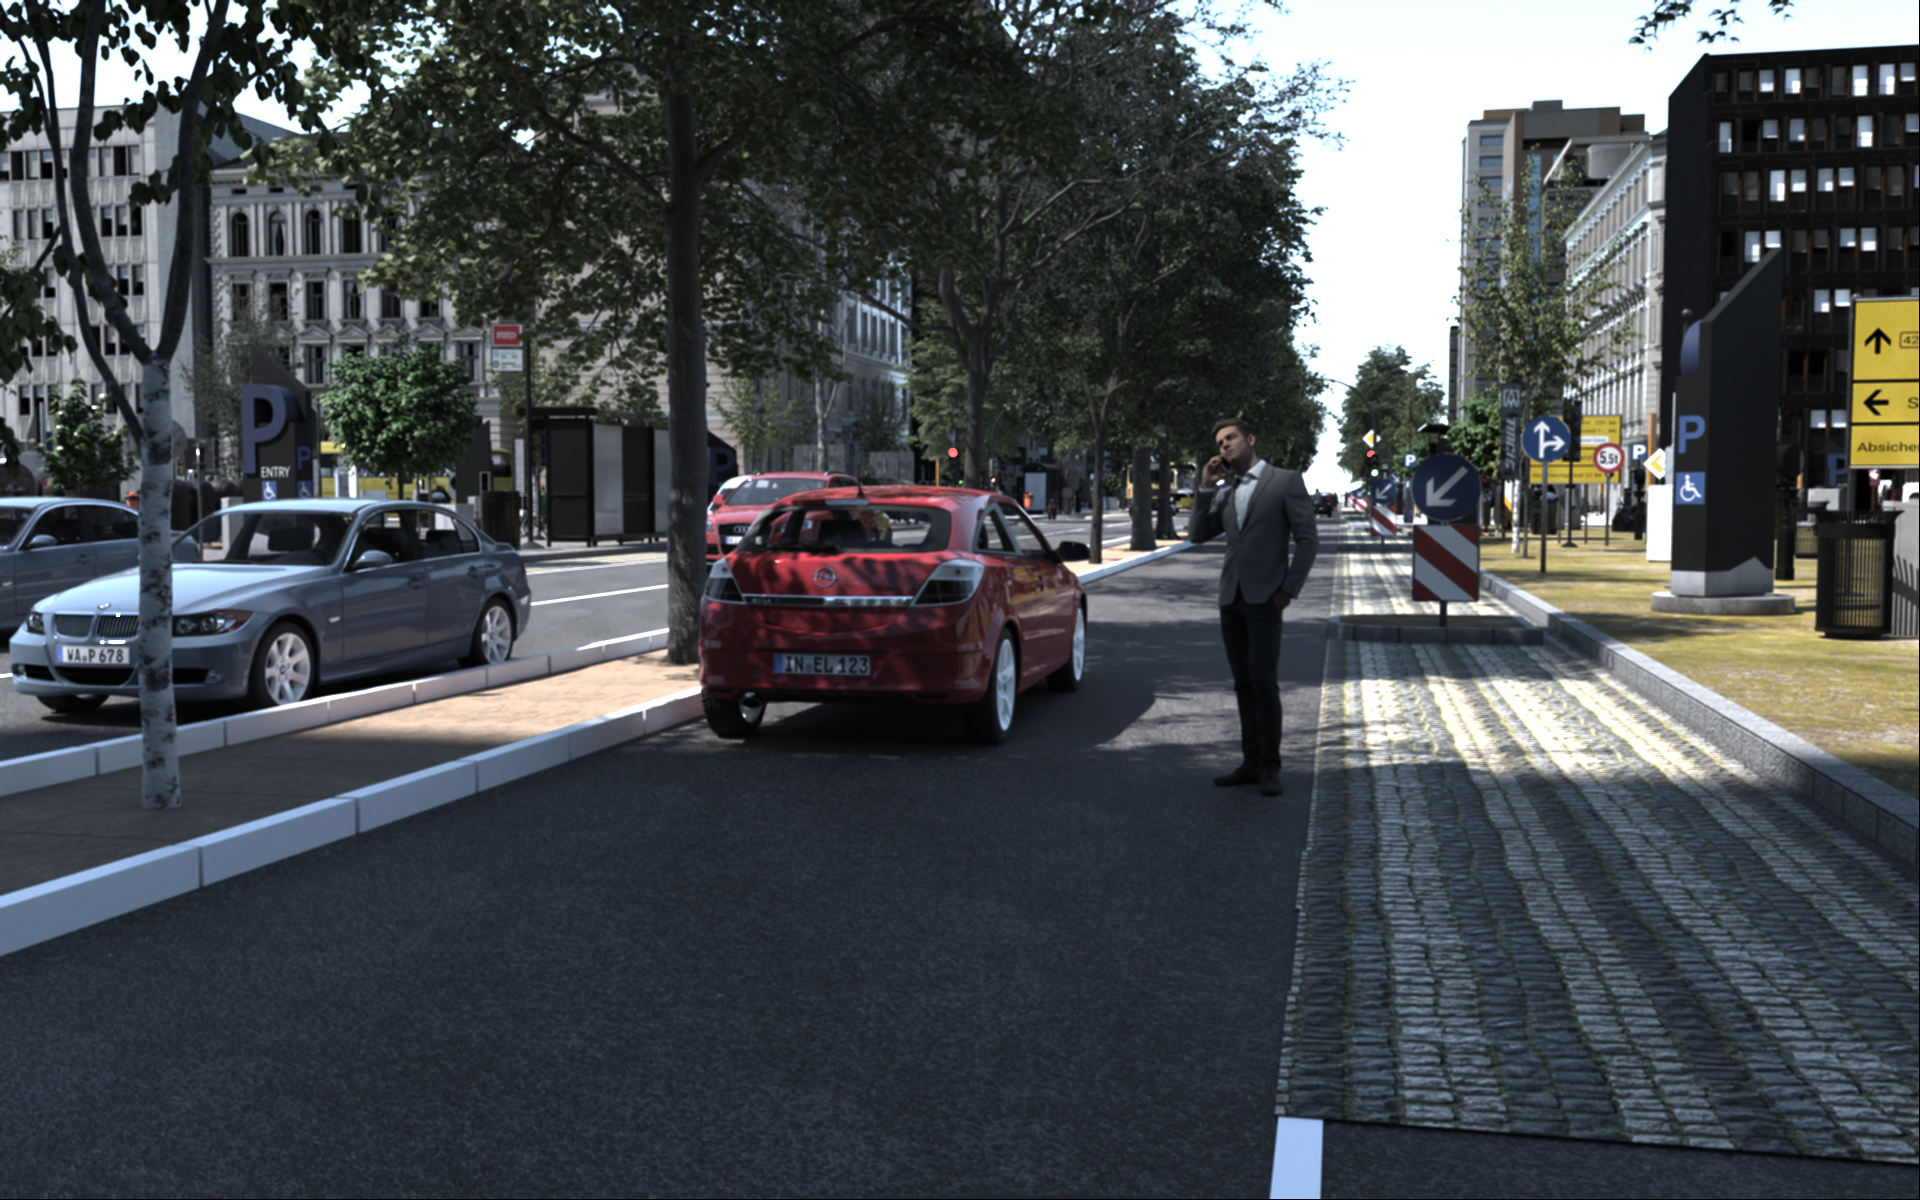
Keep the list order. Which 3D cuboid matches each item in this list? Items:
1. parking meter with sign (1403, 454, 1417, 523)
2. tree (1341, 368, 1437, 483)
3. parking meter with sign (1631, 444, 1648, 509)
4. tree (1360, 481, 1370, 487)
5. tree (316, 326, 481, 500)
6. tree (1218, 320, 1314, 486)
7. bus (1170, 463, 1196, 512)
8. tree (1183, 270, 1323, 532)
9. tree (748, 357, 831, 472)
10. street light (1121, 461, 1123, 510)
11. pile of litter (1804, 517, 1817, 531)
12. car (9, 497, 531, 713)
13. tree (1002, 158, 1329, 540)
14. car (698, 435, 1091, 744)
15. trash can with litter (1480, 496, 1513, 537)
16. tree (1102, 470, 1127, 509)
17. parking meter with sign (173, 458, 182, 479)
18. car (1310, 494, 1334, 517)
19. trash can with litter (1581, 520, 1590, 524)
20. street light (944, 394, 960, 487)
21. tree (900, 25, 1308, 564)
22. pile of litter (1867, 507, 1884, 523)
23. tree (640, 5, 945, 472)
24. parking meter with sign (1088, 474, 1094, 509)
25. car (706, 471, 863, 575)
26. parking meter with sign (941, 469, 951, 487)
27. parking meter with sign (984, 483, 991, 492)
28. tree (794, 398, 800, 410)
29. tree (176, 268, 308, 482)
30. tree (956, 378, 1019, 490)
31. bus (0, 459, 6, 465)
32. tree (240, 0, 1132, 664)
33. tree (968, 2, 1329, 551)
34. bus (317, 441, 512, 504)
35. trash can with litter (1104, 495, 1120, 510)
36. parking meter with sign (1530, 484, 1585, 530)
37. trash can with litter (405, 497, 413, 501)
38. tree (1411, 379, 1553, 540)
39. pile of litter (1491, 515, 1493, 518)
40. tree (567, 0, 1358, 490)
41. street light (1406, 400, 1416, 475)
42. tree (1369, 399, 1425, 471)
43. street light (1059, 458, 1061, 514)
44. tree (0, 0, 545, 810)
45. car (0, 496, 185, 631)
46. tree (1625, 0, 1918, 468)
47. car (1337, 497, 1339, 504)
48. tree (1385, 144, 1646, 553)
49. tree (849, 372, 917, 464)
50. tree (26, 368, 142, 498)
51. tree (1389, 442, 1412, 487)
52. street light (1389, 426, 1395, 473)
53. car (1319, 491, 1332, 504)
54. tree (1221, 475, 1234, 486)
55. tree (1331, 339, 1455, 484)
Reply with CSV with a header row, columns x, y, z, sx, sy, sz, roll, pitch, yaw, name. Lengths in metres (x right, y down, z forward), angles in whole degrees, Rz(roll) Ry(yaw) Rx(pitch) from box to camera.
x,y,z,sx,sy,sz,roll,pitch,yaw,name
19.839,-4.906,76.468,0.543,3.016,1.738,1,4,13,parking meter with sign
38.449,-14.486,153.855,9.611,12.733,9.660,0,3,0,tree
24.049,-3.978,61.305,0.543,3.016,1.738,2,4,24,parking meter with sign
55.728,-15.169,231.726,4.285,4.588,4.351,0,3,0,tree
-10.940,-3.079,34.059,4.285,4.588,4.351,0,3,0,tree
12.912,-9.911,82.636,7.486,12.596,7.792,0,3,0,tree
17.125,-8.636,132.748,2.896,3.916,12.252,1,4,11,bus
8.872,-8.333,64.462,9.928,11.665,9.643,0,3,0,tree
-8.605,-8.538,89.956,4.360,8.622,3.978,0,3,0,tree
13.327,-10.346,141.946,0.468,5.910,1.993,1,4,12,street light
30.125,-2.829,60.220,1.176,0.858,1.719,0,4,-5,pile of litter
-4.800,-0.044,12.722,2.014,1.417,4.499,1,4,13,car
6.447,-8.243,54.243,9.611,12.733,9.660,0,3,0,tree
-0.269,-0.152,11.534,2.155,1.783,4.494,1,4,13,car
16.233,-2.564,52.981,1.678,1.210,2.233,1,4,19,trash can with litter
12.024,-8.698,136.817,1.663,3.219,1.824,0,3,0,tree
-28.437,-4.019,61.964,1.738,3.016,0.543,3,5,43,parking meter with sign
22.256,-5.988,107.693,2.009,1.686,4.222,1,4,11,car
27.147,-3.991,76.318,2.233,1.210,1.678,-3,4,-38,trash can with litter
-0.338,-6.548,79.840,0.468,5.910,1.993,1,4,12,street light
2.661,-5.983,34.696,8.767,10.594,7.601,1,4,12,tree
39.235,-3.661,73.822,1.719,0.858,1.176,-1,4,-17,pile of litter
-6.101,-12.601,61.908,12.611,20.169,13.585,0,3,0,tree
11.287,-9.348,149.094,0.543,3.016,1.738,0,4,-6,parking meter with sign
-2.743,-1.210,28.451,2.281,1.827,5.304,1,4,11,car
-0.842,-6.766,106.892,0.543,3.016,1.738,-2,4,-26,parking meter with sign
1.961,-7.289,115.433,0.543,3.016,1.738,3,5,43,parking meter with sign
-10.291,-8.250,85.243,4.737,8.622,4.395,0,3,0,tree
-23.272,-6.498,56.608,4.360,8.622,3.978,0,3,0,tree
1.683,-8.798,94.213,4.360,8.622,3.978,0,3,0,tree
-52.481,-5.601,86.433,13.247,3.499,2.948,1,4,11,bus
-2.268,-5.707,13.894,7.486,12.596,7.792,0,3,0,tree
4.626,-8.209,43.322,9.857,13.997,8.962,0,3,0,tree
-27.151,-5.482,81.177,12.252,3.916,2.896,1,4,13,bus
11.998,-7.886,139.989,2.233,1.210,1.678,-1,4,-11,trash can with litter
21.218,-4.000,61.654,1.738,3.016,0.543,1,4,19,parking meter with sign
-20.642,-3.333,65.884,1.055,1.170,0.624,-2,4,-28,trash can with litter
15.372,-3.986,48.890,4.285,4.588,4.351,0,3,0,tree
28.826,-4.796,92.381,1.176,0.858,1.719,0,4,-3,pile of litter
0.191,-6.807,24.125,12.009,13.543,11.850,0,3,0,tree
22.204,-6.894,85.508,0.468,5.910,1.993,1,4,12,street light
33.273,-11.067,131.306,4.360,8.622,3.978,0,3,0,tree
6.432,-8.448,110.907,0.468,5.910,1.993,1,4,12,street light
-3.624,-3.366,7.861,4.737,8.622,4.395,0,3,0,tree
-9.514,-0.322,17.273,2.014,1.417,4.499,1,4,12,car
5.470,-4.462,7.359,7.601,10.594,8.767,1,4,21,tree
56.338,-15.294,261.852,2.131,1.459,4.920,1,4,14,car
12.325,-5.333,37.562,4.737,8.622,4.395,0,3,0,tree
-4.972,-9.489,105.507,4.737,8.622,4.395,0,3,0,tree
-13.340,-1.926,26.084,1.663,3.219,1.824,0,3,0,tree
24.586,-6.631,92.131,4.285,4.588,4.351,0,3,0,tree
29.088,-8.797,116.617,0.468,5.910,1.993,1,4,12,street light
45.297,-12.600,214.678,2.281,1.827,5.304,1,4,12,car
43.118,-19.957,276.651,4.737,8.622,4.395,0,3,0,tree
35.522,-14.321,140.796,9.857,13.997,8.962,0,3,0,tree
